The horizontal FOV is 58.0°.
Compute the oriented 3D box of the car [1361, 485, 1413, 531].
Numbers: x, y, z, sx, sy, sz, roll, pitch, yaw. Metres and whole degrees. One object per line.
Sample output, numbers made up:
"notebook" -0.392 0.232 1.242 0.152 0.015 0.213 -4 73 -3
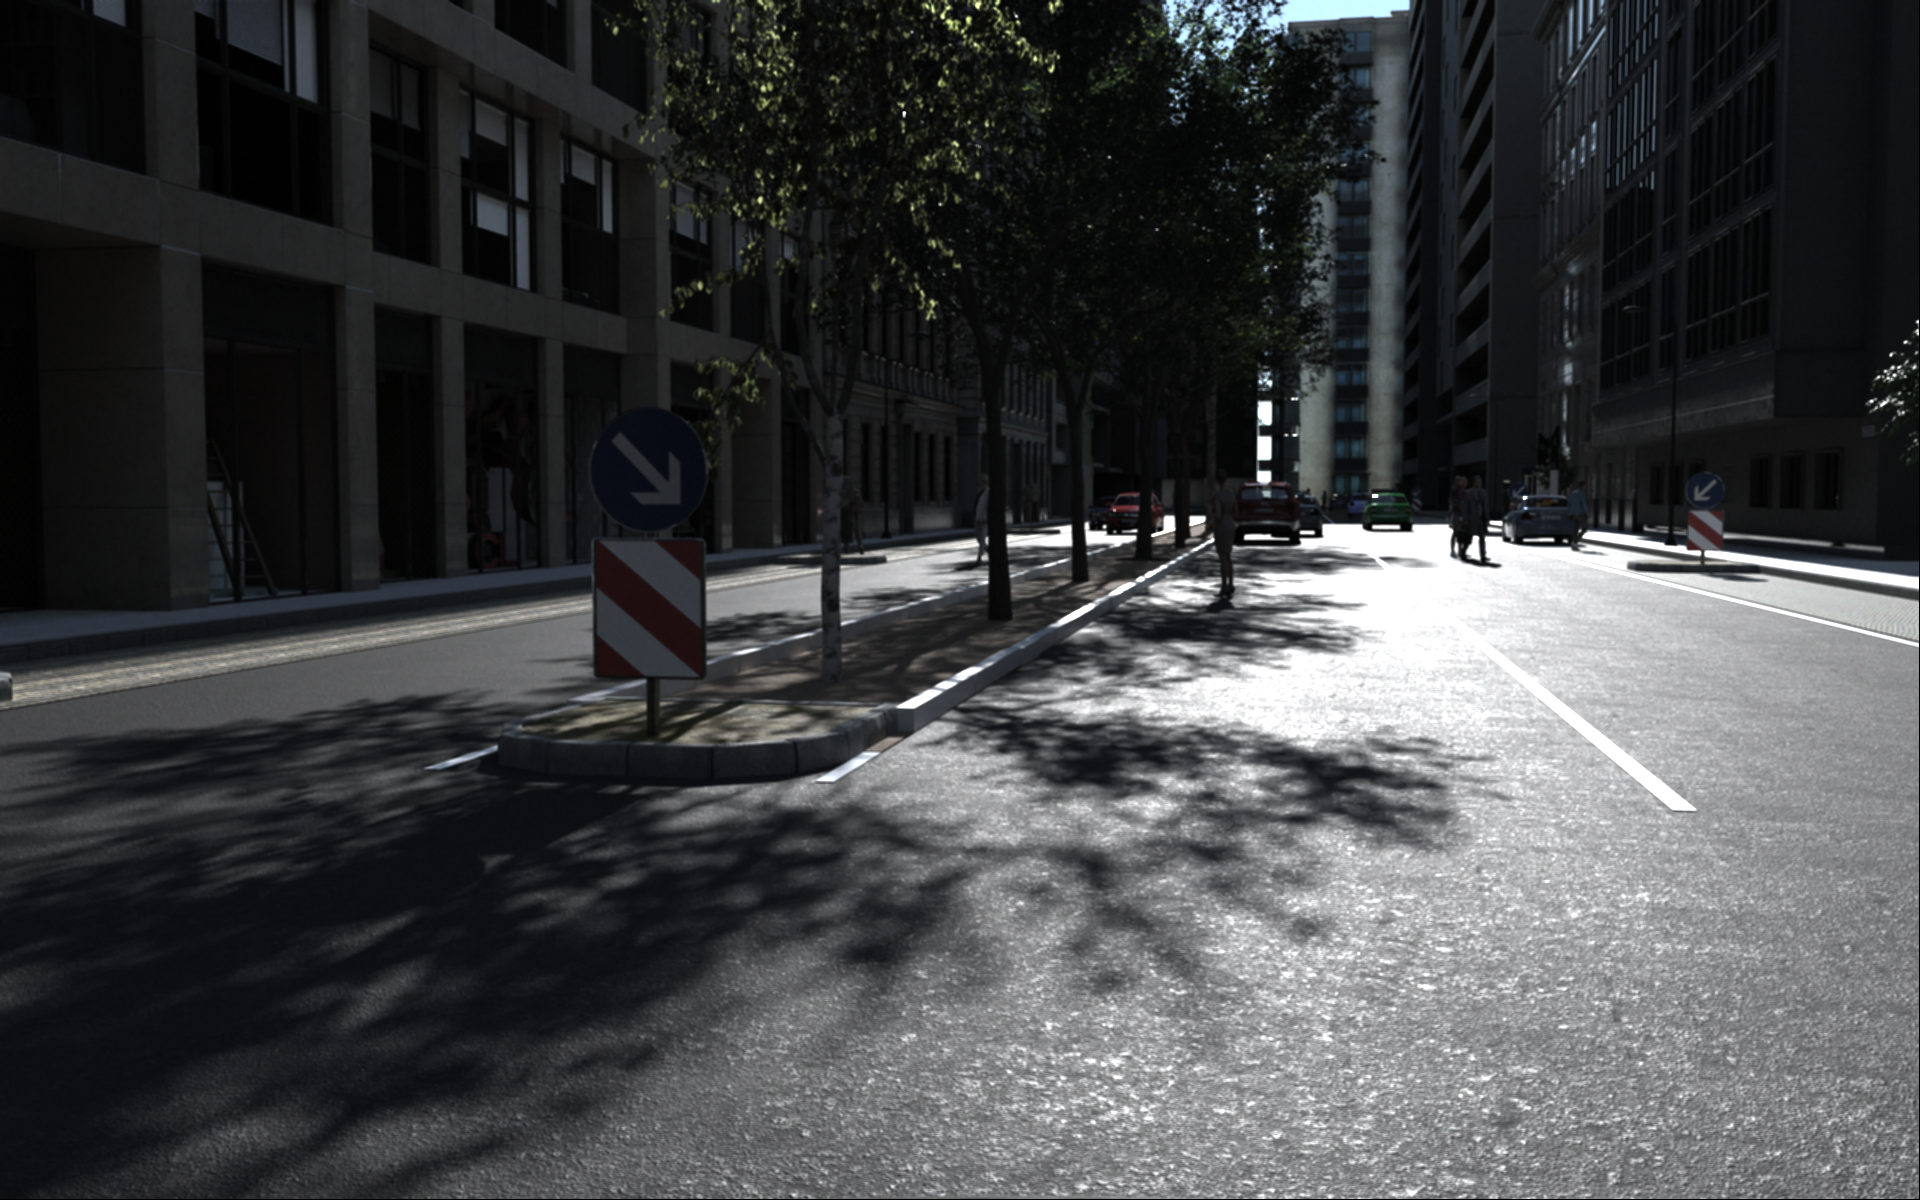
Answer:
"car" 17.078 -3.699 69.277 1.959 1.807 4.718 1 4 10

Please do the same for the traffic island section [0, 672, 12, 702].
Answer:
"traffic island section" -7.699 0.673 11.273 2.009 0.180 2.903 1 4 11

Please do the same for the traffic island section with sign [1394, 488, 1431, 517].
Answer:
"traffic island section with sign" 28.298 -6.074 107.942 1.989 1.847 2.006 1 4 11

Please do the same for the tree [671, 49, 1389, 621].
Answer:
"tree" 0.546 -5.062 19.626 8.767 10.594 7.601 1 4 11

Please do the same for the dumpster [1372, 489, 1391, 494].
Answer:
"dumpster" 35.393 -8.370 145.064 1.865 1.857 1.264 1 4 10

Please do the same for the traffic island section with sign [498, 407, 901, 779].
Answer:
"traffic island section with sign" -1.513 -0.097 9.722 2.006 1.907 1.989 1 4 11

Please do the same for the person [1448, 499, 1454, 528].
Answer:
"person" 20.546 -3.634 72.201 0.394 1.301 0.425 1 4 9

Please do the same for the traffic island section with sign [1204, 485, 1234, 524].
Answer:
"traffic island section with sign" 12.848 -4.608 83.481 2.006 1.907 1.989 1 4 11

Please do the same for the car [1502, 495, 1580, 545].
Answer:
"car" 16.828 -2.340 50.261 2.014 1.417 4.499 1 4 11

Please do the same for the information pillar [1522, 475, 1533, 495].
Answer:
"information pillar" 21.952 -3.826 67.053 0.304 2.012 0.304 0 4 -3

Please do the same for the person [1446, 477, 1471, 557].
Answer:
"person" 11.321 -1.884 39.275 0.573 1.828 0.580 2 4 25

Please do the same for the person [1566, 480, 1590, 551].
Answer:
"person" 15.562 -2.128 43.637 0.444 1.785 0.601 -1 4 -15

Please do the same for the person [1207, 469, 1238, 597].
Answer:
"person" 3.656 -0.936 24.149 0.374 1.781 0.599 3 5 43

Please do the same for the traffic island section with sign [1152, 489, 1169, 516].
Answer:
"traffic island section with sign" 12.242 -6.316 111.888 1.989 1.847 2.006 1 4 11

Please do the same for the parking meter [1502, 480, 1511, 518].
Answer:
"parking meter" 23.332 -4.174 73.948 0.255 1.863 0.399 0 4 7

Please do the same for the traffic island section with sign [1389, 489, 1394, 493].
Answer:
"traffic island section with sign" 33.470 -7.692 134.398 1.989 1.847 2.006 1 4 11

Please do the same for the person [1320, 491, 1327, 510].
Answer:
"person" 32.650 -8.946 155.562 0.721 1.735 1.217 3 4 37

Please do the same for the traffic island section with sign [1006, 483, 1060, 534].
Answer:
"traffic island section with sign" 2.565 -3.277 62.209 1.989 1.847 2.006 1 4 11

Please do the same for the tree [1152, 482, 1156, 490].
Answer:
"tree" 15.669 -9.188 144.827 1.663 3.219 1.824 0 3 0

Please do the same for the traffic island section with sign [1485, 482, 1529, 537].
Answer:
"traffic island section with sign" 18.704 -3.060 58.663 1.989 1.847 2.006 1 4 11

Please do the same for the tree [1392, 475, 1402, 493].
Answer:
"tree" 40.225 -9.963 157.493 1.663 3.219 1.824 0 3 0

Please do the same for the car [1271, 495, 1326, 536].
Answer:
"car" 11.672 -2.936 60.011 2.014 1.417 4.499 1 4 11

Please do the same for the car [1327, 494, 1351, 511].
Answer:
"car" 31.673 -8.102 144.467 2.014 1.417 4.499 1 4 12

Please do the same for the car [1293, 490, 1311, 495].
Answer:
"car" 29.260 -8.628 149.740 2.281 1.827 5.304 1 4 9

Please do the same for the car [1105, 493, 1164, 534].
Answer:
"car" 6.417 -3.317 63.277 2.155 1.783 4.494 1 4 12

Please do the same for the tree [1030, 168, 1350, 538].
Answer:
"tree" 7.315 -8.734 55.627 12.009 13.543 11.850 0 3 0

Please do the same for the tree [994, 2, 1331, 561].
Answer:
"tree" 4.041 -6.643 36.831 9.928 11.665 9.643 0 3 0

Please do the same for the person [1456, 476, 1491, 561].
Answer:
"person" 10.991 -1.731 36.900 0.694 1.812 0.767 -1 4 -19

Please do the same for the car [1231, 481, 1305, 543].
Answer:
"car" 9.279 -2.679 52.476 2.281 1.827 5.304 1 4 11

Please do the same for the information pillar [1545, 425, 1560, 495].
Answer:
"information pillar" 20.339 -4.153 59.263 0.183 3.616 0.504 0 4 -6

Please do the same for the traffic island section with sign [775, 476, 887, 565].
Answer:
"traffic island section with sign" -2.588 -1.658 35.732 1.989 1.847 2.006 1 4 11

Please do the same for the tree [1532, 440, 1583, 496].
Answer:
"tree" 21.185 -4.099 61.615 1.663 3.219 1.824 0 3 0

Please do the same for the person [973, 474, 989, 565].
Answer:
"person" 0.512 -1.655 35.436 0.514 1.842 0.818 3 4 38

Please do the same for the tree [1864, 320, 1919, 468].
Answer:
"tree" 15.676 -2.606 26.319 4.285 4.588 4.351 0 3 0

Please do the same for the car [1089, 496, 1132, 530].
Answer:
"car" 6.257 -3.536 70.388 1.945 1.354 3.894 1 4 11

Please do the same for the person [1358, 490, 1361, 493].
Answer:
"person" 28.619 -7.012 123.866 1.217 1.735 0.721 -2 4 -31

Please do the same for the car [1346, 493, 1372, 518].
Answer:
"car" 24.062 -5.747 103.552 1.945 1.707 3.694 1 4 11

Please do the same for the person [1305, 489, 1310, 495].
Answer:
"person" 17.588 -4.785 87.654 0.530 1.710 0.541 2 4 29

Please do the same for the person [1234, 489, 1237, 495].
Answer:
"person" 14.757 -5.152 93.412 0.551 1.740 0.621 0 4 2

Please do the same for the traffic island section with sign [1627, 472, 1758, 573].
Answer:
"traffic island section with sign" 13.554 -1.442 32.203 1.989 1.847 2.006 1 4 11

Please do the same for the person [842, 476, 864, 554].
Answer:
"person" -2.496 -1.877 39.147 0.622 1.834 0.822 -1 4 -21

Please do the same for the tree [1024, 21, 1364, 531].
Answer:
"tree" 8.712 -12.809 67.772 12.611 20.169 13.585 0 3 0

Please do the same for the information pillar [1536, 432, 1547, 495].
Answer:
"information pillar" 22.159 -4.554 65.817 0.504 3.616 0.183 -1 4 -15

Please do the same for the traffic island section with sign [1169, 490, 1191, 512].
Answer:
"traffic island section with sign" 17.398 -7.934 138.347 1.989 1.847 2.006 1 4 11

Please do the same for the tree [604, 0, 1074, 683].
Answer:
"tree" -0.940 -3.685 13.073 4.360 8.622 3.978 0 3 0
